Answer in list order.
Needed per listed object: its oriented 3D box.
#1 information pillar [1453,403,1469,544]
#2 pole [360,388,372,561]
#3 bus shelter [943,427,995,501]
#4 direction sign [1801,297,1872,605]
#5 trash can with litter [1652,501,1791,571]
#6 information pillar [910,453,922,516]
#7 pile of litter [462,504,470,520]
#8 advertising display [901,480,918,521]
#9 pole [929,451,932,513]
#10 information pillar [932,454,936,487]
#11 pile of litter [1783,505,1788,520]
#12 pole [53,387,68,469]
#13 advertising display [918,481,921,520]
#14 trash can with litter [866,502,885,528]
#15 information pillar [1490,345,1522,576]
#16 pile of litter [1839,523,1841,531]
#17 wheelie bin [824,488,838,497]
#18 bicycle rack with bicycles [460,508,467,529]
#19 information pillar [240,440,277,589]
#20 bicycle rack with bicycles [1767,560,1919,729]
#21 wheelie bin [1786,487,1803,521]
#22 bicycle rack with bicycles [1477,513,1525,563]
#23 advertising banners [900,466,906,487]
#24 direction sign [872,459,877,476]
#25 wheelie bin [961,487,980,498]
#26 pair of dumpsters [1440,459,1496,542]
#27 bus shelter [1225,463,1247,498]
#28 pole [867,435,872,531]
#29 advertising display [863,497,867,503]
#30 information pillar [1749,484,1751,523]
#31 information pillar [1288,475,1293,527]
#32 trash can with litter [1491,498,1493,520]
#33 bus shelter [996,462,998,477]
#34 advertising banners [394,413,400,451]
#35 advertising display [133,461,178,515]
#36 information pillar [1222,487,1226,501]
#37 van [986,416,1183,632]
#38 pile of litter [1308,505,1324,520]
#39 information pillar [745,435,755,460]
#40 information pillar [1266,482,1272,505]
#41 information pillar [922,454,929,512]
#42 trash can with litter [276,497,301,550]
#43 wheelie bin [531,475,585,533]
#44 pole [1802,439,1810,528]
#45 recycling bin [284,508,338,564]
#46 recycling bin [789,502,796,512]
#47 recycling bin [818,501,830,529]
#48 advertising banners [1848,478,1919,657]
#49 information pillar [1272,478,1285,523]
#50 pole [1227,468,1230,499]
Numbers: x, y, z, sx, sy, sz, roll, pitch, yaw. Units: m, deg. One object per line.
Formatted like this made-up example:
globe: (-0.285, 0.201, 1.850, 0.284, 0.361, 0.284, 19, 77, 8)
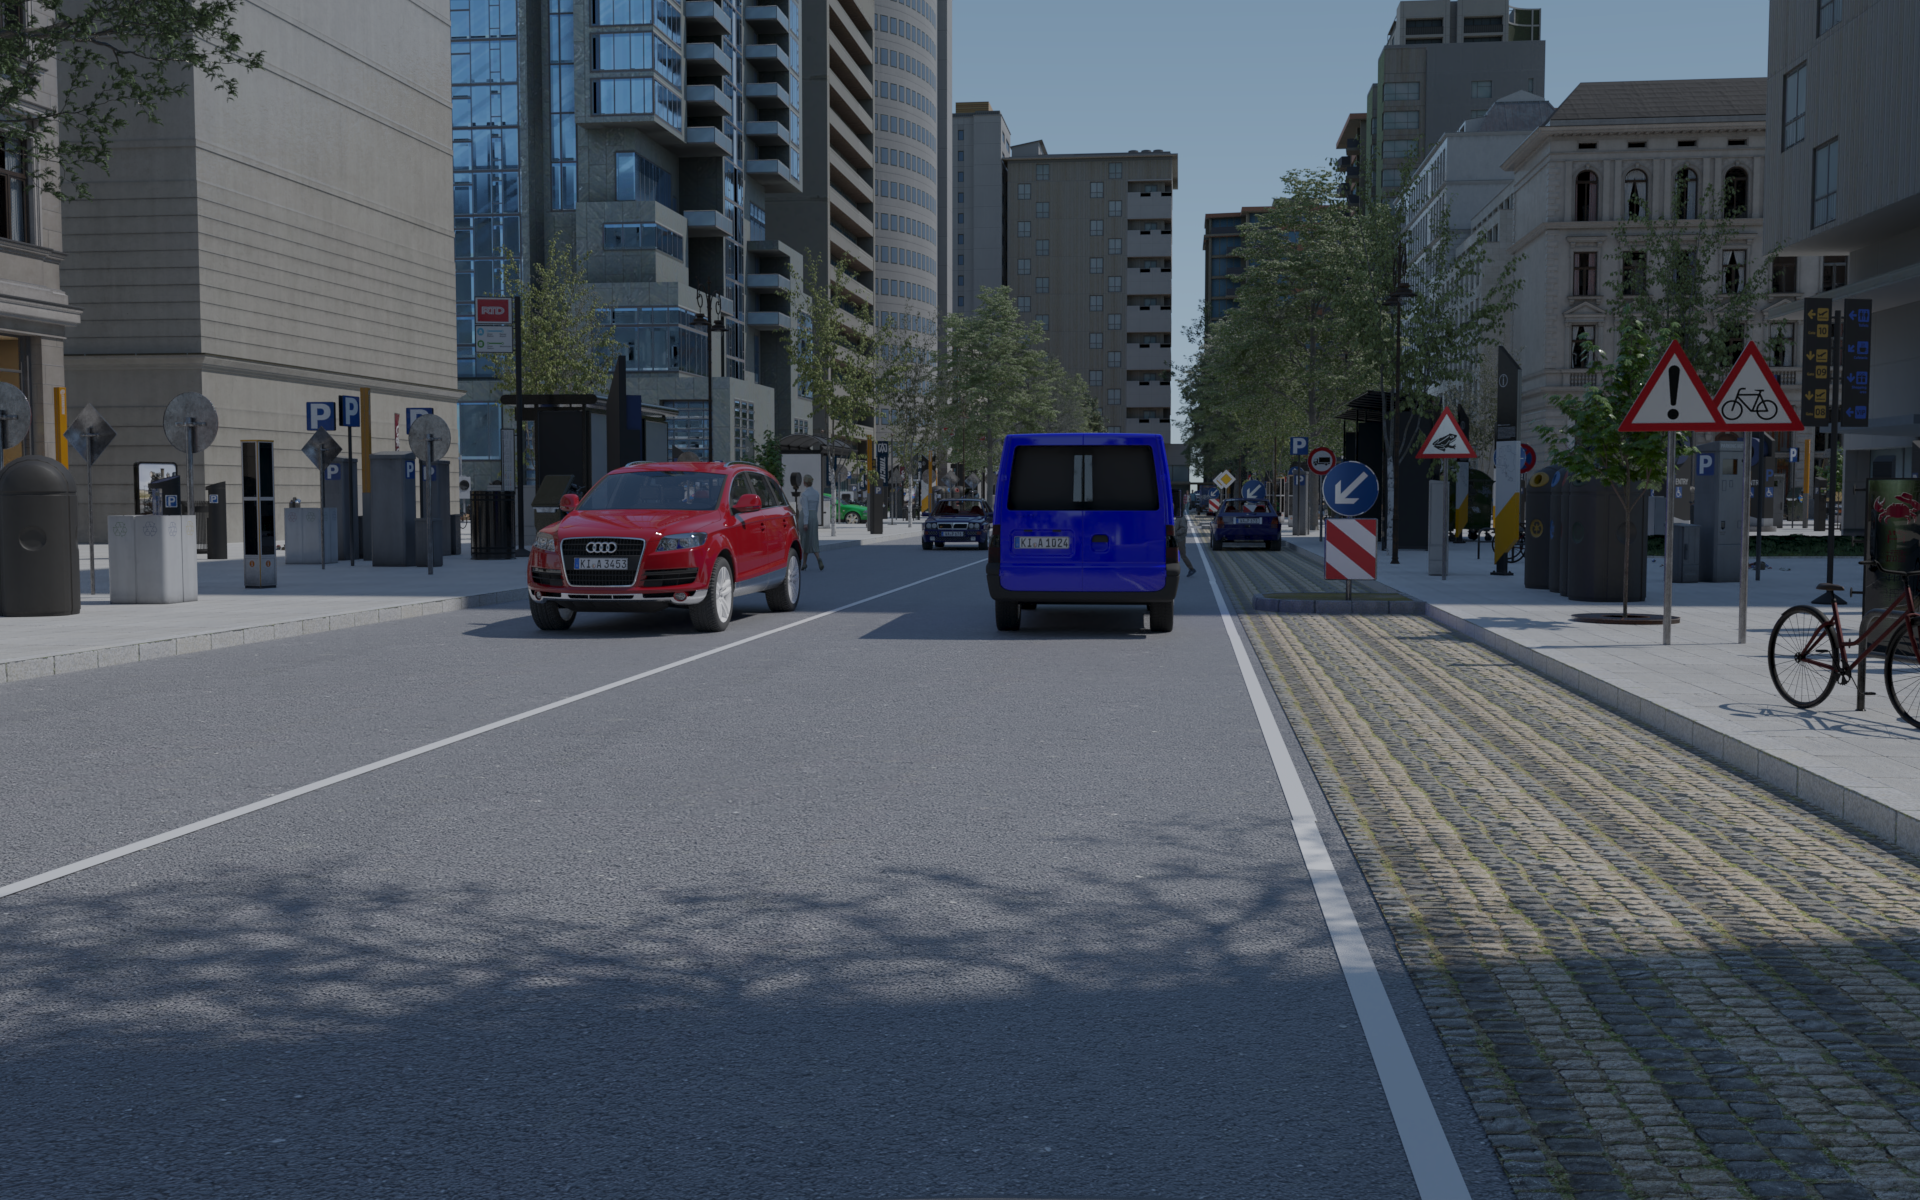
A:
information pillar: (13.043, -3.280, 44.985, 0.504, 3.616, 0.183, -3, 5, -44)
pole: (-11.387, -2.411, 33.256, 0.158, 3.312, 0.155, 0, 3, 0)
bus shelter: (0.383, -7.832, 105.690, 2.179, 5.291, 8.768, 0, 4, 7)
direction sign: (10.148, -1.720, 20.114, 0.876, 3.537, 0.379, -1, 4, -12)
trash can with litter: (13.333, -1.152, 29.897, 1.678, 1.210, 2.233, -1, 4, -14)
information pillar: (-2.566, -6.512, 97.832, 0.504, 3.616, 0.183, 2, 4, 29)
pile of litter: (-24.164, -4.327, 84.712, 1.176, 0.858, 1.719, -1, 4, -20)
advertising display: (-2.455, -4.725, 82.463, 0.123, 1.923, 0.974, 2, 4, 34)
pole: (-1.395, -5.358, 81.445, 0.158, 3.312, 0.155, 0, 3, 0)
information pillar: (-1.620, -6.736, 101.486, 0.504, 3.616, 0.183, -3, 4, -36)
pile of litter: (40.847, -4.438, 86.519, 1.719, 0.858, 1.176, 3, 5, 45)
pole: (-17.171, -2.403, 33.131, 0.158, 3.312, 0.155, 0, 3, 0)
advertising display: (-2.086, -4.908, 85.467, 0.123, 1.923, 0.974, -1, 4, -13)
trash can with litter: (-3.259, -3.348, 66.124, 0.624, 1.170, 1.055, 1, 4, 9)
information pillar: (8.588, -2.190, 27.166, 0.183, 3.616, 0.504, -1, 4, -22)
pile of litter: (30.958, -2.783, 59.462, 1.719, 0.858, 1.176, -1, 4, -15)
wheelie bin: (-6.325, -4.667, 84.220, 0.980, 1.594, 0.693, 2, 4, 29)
bicycle rack with bicycles: (-19.851, -3.089, 63.888, 2.852, 0.926, 2.925, -3, 5, -40)
information pillar: (-9.534, -1.166, 23.551, 0.304, 2.012, 0.304, 1, 4, 23)
bicycle rack with bicycles: (6.190, 0.251, 9.277, 2.852, 0.926, 2.925, 0, 4, -5)
wheelie bin: (39.381, -4.505, 81.570, 0.693, 1.594, 0.980, -1, 4, -21)
bicycle rack with bicycles: (11.326, -1.211, 33.182, 2.925, 0.926, 2.852, 0, 4, -3)
advertising banners: (-4.266, -6.955, 109.905, 2.074, 3.025, 0.090, 2, 4, 26)
direction sign: (-5.286, -7.274, 110.933, 0.876, 3.537, 0.379, 0, 4, -6)
wheelie bin: (0.529, -4.584, 82.862, 0.980, 1.594, 0.693, -3, 5, -43)
pair of dumpsters: (13.881, -2.810, 48.431, 1.574, 2.255, 4.437, 0, 4, 7)
bus shelter: (21.152, -8.633, 132.431, 1.731, 3.624, 6.357, 0, 4, 7)
pole: (-3.108, -4.012, 59.440, 0.158, 3.312, 0.155, 0, 3, 0)
advertising display: (-8.084, -8.528, 144.652, 0.974, 1.923, 0.123, 0, 4, 2)
information pillar: (25.145, -3.122, 55.544, 0.304, 2.012, 0.304, 1, 4, 12)
information pillar: (12.912, -3.824, 67.019, 0.304, 2.012, 0.304, -3, 5, -44)
trash can with litter: (26.956, -4.611, 86.775, 0.624, 1.170, 1.055, 1, 4, 21)
bus shelter: (2.366, -8.429, 115.441, 2.179, 5.291, 8.768, 0, 4, 7)
advertising banners: (-12.080, -2.483, 36.786, 0.090, 3.025, 2.074, 0, 4, -7)
advertising display: (-15.981, -1.789, 34.464, 0.123, 1.923, 0.974, 2, 4, 23)
information pillar: (22.486, -8.775, 147.964, 0.304, 2.012, 0.304, -2, 4, -30)
van: (1.465, -0.939, 19.732, 2.240, 2.365, 5.245, 0, 4, 6)
pile of litter: (17.751, -4.453, 86.764, 1.719, 0.858, 1.176, 0, 4, 3)
information pillar: (-8.353, -4.742, 68.892, 0.504, 3.616, 0.183, 3, 5, 43)
information pillar: (18.800, -6.155, 105.129, 0.304, 2.012, 0.304, -2, 4, -34)
information pillar: (-2.016, -6.681, 100.588, 0.504, 3.616, 0.183, 1, 4, 17)
trash can with litter: (-15.316, -1.787, 40.282, 1.678, 1.210, 2.233, -1, 4, -16)
wheelie bin: (-6.606, -1.261, 28.518, 0.980, 1.594, 0.693, 2, 4, 31)
pole: (31.608, -4.332, 64.675, 0.158, 3.312, 0.155, 0, 3, 0)
recycling bin: (-11.951, -1.184, 31.907, 0.722, 1.027, 0.722, 0, 4, 3)
recycling bin: (-6.435, -3.075, 62.833, 0.722, 1.027, 0.722, -2, 4, -32)
recycling bin: (-5.296, -3.159, 64.204, 0.722, 1.027, 0.722, -3, 5, -43)
advertising banners: (8.001, -1.044, 13.258, 2.074, 3.025, 0.090, 3, 4, 37)
information pillar: (14.327, -4.469, 77.562, 0.304, 2.012, 0.304, -3, 5, -44)
pole: (19.855, -8.197, 127.868, 0.158, 3.312, 0.155, 0, 3, 0)
